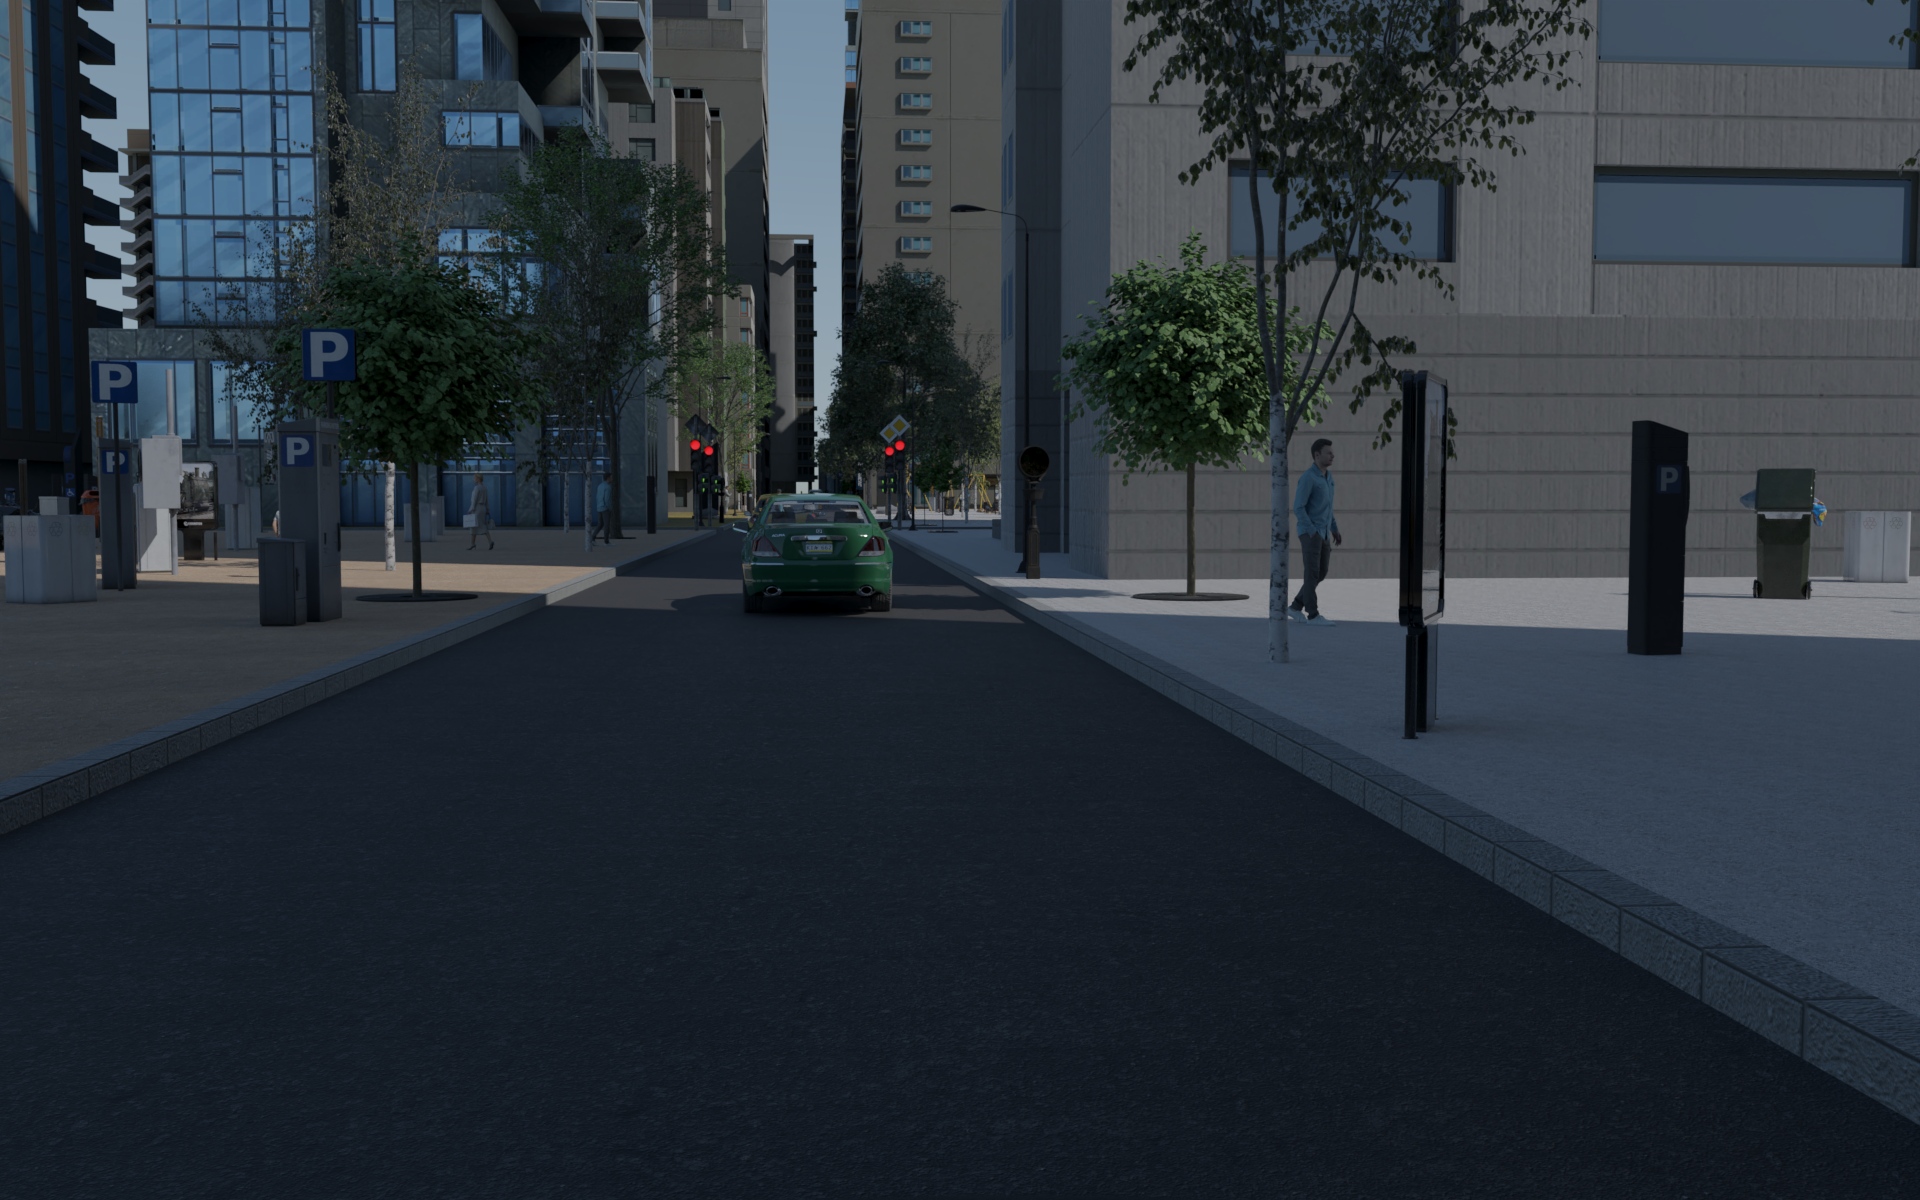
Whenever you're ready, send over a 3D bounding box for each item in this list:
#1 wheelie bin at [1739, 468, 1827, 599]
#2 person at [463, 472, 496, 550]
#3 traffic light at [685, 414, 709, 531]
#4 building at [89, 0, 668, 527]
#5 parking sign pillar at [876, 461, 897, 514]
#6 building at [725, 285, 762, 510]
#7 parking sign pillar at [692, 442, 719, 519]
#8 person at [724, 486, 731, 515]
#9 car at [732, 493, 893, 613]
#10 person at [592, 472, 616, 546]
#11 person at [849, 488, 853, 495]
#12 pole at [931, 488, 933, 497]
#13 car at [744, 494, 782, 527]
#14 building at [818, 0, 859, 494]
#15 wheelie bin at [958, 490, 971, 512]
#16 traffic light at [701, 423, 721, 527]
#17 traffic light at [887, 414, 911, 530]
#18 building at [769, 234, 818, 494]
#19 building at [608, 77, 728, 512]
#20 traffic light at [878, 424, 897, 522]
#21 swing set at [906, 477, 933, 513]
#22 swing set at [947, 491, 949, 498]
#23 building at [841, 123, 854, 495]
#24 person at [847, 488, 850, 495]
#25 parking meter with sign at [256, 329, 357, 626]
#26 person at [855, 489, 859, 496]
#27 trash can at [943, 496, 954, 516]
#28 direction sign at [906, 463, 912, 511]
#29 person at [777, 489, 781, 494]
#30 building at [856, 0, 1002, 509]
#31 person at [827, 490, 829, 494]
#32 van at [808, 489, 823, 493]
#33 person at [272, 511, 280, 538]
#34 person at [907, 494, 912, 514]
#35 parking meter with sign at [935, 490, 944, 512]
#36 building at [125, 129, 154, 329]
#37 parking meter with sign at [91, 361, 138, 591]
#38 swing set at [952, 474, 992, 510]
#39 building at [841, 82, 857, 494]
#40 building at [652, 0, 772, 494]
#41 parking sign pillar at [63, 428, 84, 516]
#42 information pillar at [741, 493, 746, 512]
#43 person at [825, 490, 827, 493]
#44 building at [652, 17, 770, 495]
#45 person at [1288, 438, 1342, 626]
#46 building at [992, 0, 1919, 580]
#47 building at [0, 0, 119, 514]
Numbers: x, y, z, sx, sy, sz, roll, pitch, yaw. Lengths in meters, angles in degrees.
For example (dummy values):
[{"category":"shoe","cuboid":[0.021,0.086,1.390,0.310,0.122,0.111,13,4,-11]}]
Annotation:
[{"category":"wheelie bin","cuboid":[10.121,-0.821,21.327,0.980,1.594,0.693,2,4,28]},{"category":"person","cuboid":[-11.000,-2.035,39.674,0.624,1.780,0.694,2,4,29]},{"category":"traffic light","cuboid":[-9.184,-4.372,60.400,0.839,4.253,0.868,0,4,-5]},{"category":"building","cuboid":[-24.757,-46.919,79.798,22.319,86.520,31.000,0,4,-5]},{"category":"parking sign pillar","cuboid":[-4.731,-7.550,111.921,1.447,3.967,1.447,-1,4,-10]},{"category":"building","cuboid":[-32.256,-19.051,156.525,27.650,21.520,28.899,0,4,-5]},{"category":"parking sign pillar","cuboid":[-13.040,-6.138,88.833,1.447,3.967,1.447,0,4,-6]},{"category":"person","cuboid":[-14.255,-6.126,106.390,0.466,1.800,0.511,-1,4,-21]},{"category":"car","cuboid":[-1.887,-0.651,22.436,2.131,1.459,4.920,0,4,-6]},{"category":"person","cuboid":[-8.821,-2.239,42.673,0.620,1.820,0.660,-3,5,-42]},{"category":"person","cuboid":[-10.050,-9.360,158.939,0.709,1.838,0.599,-1,4,-17]},{"category":"pole","cuboid":[-2.107,-8.422,131.544,0.158,3.312,0.155,0,3,0]},{"category":"car","cuboid":[-4.263,-1.948,42.076,2.015,1.641,3.980,0,4,-4]},{"category":"building","cuboid":[-4.065,-56.552,237.296,31.000,86.520,22.319,0,4,-5]},{"category":"wheelie bin","cuboid":[0.339,-6.978,121.990,0.693,1.594,0.980,2,4,26]},{"category":"traffic light","cuboid":[-9.867,-4.858,68.356,0.839,4.253,0.868,0,4,-5]},{"category":"traffic light","cuboid":[-2.150,-4.410,61.018,0.839,4.253,0.868,0,4,-5]},{"category":"building","cuboid":[-31.949,-33.631,241.748,23.993,40.220,32.217,0,4,-5]},{"category":"building","cuboid":[-24.061,-21.506,123.320,14.160,30.474,14.107,0,4,-5]},{"category":"traffic light","cuboid":[-2.833,-4.896,68.974,0.839,4.253,0.868,0,4,-5]},{"category":"swing set","cuboid":[-3.691,-7.194,115.244,2.862,2.851,3.119,-2,4,-23]},{"category":"swing set","cuboid":[0.460,-8.795,141.422,3.119,2.851,2.862,1,4,12]},{"category":"building","cuboid":[-3.434,-35.785,208.782,21.300,48.544,21.600,0,4,-5]},{"category":"person","cuboid":[-10.071,-9.235,157.021,0.705,1.826,1.348,-1,4,-21]},{"category":"parking meter with sign","cuboid":[-6.616,-1.301,17.527,0.543,3.016,1.738,0,4,-2]},{"category":"person","cuboid":[-9.129,-8.893,152.158,0.721,1.735,1.217,1,4,12]},{"category":"trash can","cuboid":[-0.643,-5.533,102.117,0.748,1.137,0.748,0,3,0]},{"category":"direction sign","cuboid":[-3.779,-8.310,127.859,0.379,3.537,0.876,2,4,25]},{"category":"person","cuboid":[-10.567,-5.682,102.231,0.643,1.720,0.563,0,4,1]},{"category":"building","cuboid":[1.474,-32.696,158.275,21.300,48.544,21.600,0,4,-5]},{"category":"person","cuboid":[-13.164,-10.004,172.053,0.705,1.826,1.348,-3,5,-40]},{"category":"van","cuboid":[-13.312,-9.353,159.936,2.013,2.044,4.112,0,4,-4]},{"category":"person","cuboid":[-10.318,-0.966,26.522,0.332,1.250,0.352,1,4,22]},{"category":"person","cuboid":[-3.093,-6.067,109.518,0.475,1.303,0.640,-1,4,-9]},{"category":"parking meter with sign","cuboid":[-1.493,-7.692,122.026,0.543,3.016,1.738,-1,4,-16]},{"category":"building","cuboid":[-89.263,-33.967,205.474,14.200,45.320,14.600,0,4,-5]},{"category":"parking meter with sign","cuboid":[-11.449,-1.669,23.545,0.543,3.016,1.738,-2,4,-26]},{"category":"swing set","cuboid":[1.054,-8.481,136.279,2.862,2.851,3.119,0,4,8]},{"category":"building","cuboid":[-1.328,-32.365,183.798,22.147,44.769,28.867,0,4,-5]},{"category":"building","cuboid":[-33.305,-46.999,206.685,20.611,71.187,20.563,0,4,-5]},{"category":"parking sign pillar","cuboid":[-35.777,-4.981,69.913,1.447,3.967,1.447,-1,4,-15]},{"category":"information pillar","cuboid":[-15.354,-7.247,122.978,0.304,2.012,0.304,1,4,9]},{"category":"person","cuboid":[-13.971,-10.535,180.680,1.348,1.831,0.705,1,4,19]},{"category":"building","cuboid":[-30.974,-34.092,181.104,21.300,48.544,21.600,0,4,-5]},{"category":"person","cuboid":[3.455,-0.670,17.022,0.620,1.820,0.660,2,4,33]},{"category":"building","cuboid":[11.479,-30.392,38.902,21.231,58.520,28.212,0,4,-5]},{"category":"building","cuboid":[-46.192,-25.921,73.920,14.200,45.320,14.600,0,4,-5]}]
